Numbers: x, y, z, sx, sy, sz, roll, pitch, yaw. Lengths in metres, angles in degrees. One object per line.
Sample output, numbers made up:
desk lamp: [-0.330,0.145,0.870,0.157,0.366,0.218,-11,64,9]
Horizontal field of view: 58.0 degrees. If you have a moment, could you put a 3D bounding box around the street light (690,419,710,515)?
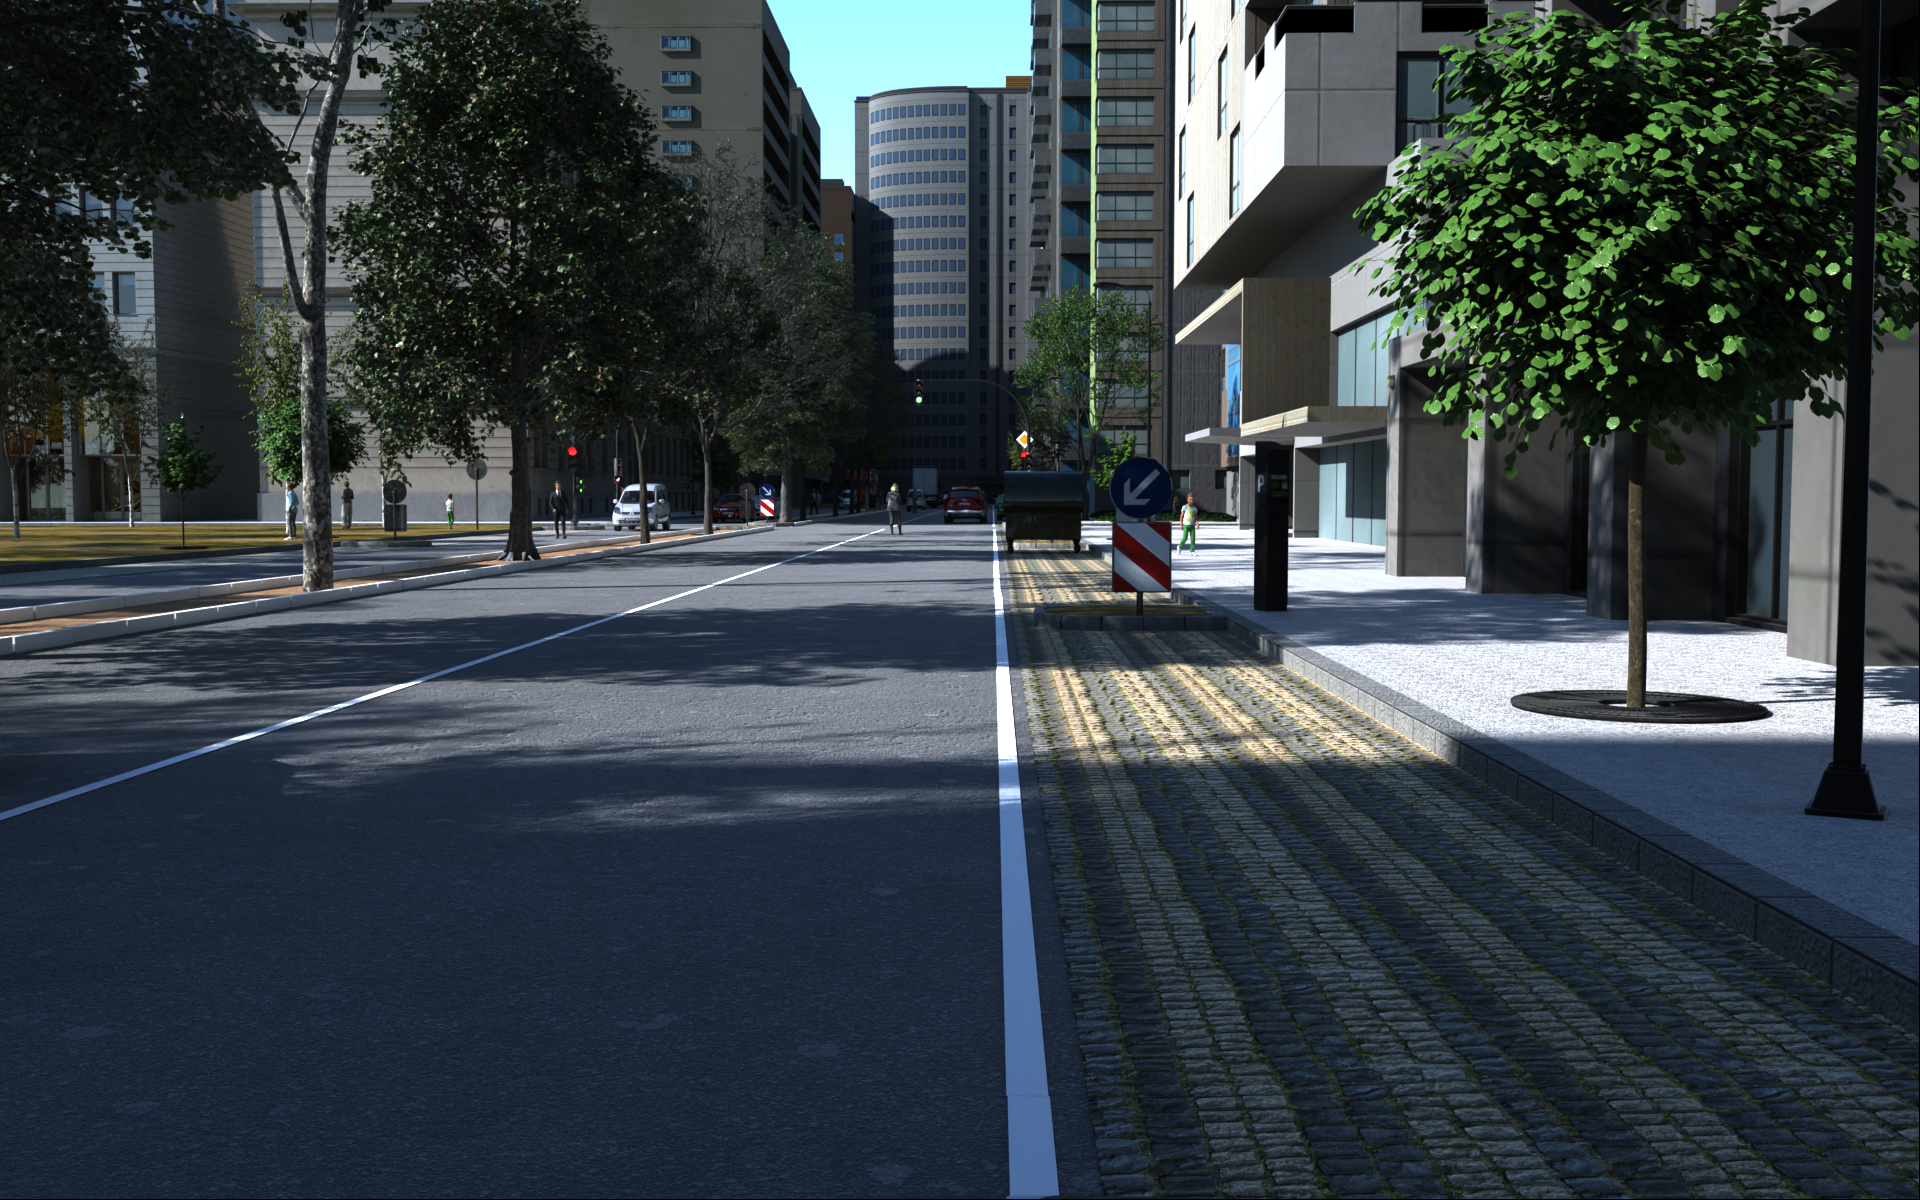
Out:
street light: [-16.069,-8.261,107.612,1.470,5.913,1.316,0,4,1]

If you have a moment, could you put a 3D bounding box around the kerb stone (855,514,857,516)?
kerb stone: [-6.807,-5.364,109.895,0.120,0.150,1.000,0,4,1]

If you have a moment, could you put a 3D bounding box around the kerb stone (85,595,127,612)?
kerb stone: [-10.564,0.063,21.252,0.120,0.150,1.000,0,4,1]

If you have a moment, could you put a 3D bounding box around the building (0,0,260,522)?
building: [-51.197,-18.745,83.979,29.804,29.767,11.434,0,4,1]

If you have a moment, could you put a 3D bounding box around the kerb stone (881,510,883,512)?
kerb stone: [-6.326,-6.931,135.534,0.120,0.150,1.000,0,4,1]

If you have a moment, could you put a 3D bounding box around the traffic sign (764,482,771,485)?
traffic sign: [-15.815,-8.582,142.441,0.606,2.300,0.079,0,4,2]

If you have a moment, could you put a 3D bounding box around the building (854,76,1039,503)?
building: [-0.622,-43.152,247.532,28.212,58.520,21.231,0,4,1]

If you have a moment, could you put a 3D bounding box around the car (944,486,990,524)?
car: [0.304,-4.702,85.559,2.281,1.827,5.304,0,4,2]

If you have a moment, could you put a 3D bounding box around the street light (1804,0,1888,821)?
street light: [3.028,-2.096,6.814,1.470,5.913,1.316,0,4,1]

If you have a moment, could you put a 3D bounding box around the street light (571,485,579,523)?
street light: [-16.630,-6.390,77.011,1.470,5.913,1.316,0,4,1]

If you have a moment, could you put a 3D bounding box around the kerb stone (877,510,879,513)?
kerb stone: [-6.419,-6.618,130.407,0.120,0.150,1.000,0,4,1]

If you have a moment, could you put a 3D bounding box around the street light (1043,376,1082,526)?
street light: [4.152,-5.868,68.475,1.470,5.913,1.316,0,4,1]

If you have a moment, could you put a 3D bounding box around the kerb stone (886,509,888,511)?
kerb stone: [-6.212,-7.301,141.684,0.120,0.150,1.000,0,4,1]

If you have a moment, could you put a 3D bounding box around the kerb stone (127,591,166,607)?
kerb stone: [-10.547,-0.005,22.278,0.120,0.150,1.000,0,4,1]

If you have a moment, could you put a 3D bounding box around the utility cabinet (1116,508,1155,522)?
utility cabinet: [4.120,-1.801,40.610,0.306,1.237,1.020,-3,5,-41]

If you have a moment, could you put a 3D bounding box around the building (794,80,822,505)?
building: [-27.545,-35.150,198.404,21.300,48.544,21.600,0,4,1]

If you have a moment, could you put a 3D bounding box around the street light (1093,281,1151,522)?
street light: [3.593,-3.996,37.874,1.470,5.913,1.316,0,4,1]

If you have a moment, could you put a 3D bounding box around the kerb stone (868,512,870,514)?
kerb stone: [-6.600,-6.053,121.159,0.120,0.150,1.000,0,4,1]

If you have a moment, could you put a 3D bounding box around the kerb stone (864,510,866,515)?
kerb stone: [-6.666,-5.863,118.090,0.120,0.150,1.000,0,4,1]

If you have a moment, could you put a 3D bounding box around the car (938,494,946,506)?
car: [-1.854,-12.643,218.510,2.131,1.459,4.920,0,4,3]

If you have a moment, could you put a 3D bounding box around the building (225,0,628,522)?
building: [-25.927,-18.552,90.711,14.401,28.519,23.554,0,4,1]

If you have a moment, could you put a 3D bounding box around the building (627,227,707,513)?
building: [-27.370,-17.409,117.916,16.112,22.955,30.059,0,4,1]

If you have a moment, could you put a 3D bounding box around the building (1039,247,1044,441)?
building: [19.311,-34.236,183.457,21.300,48.544,21.600,0,4,1]

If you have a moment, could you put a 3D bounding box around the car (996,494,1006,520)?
car: [2.936,-5.248,94.606,1.959,1.807,4.718,0,4,3]

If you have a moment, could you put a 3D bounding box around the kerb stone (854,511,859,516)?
kerb stone: [-6.765,-5.489,111.947,0.120,0.150,1.000,0,4,1]

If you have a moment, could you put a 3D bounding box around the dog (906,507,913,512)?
dog: [-4.068,-7.311,139.726,0.550,0.427,0.748,-1,4,-21]

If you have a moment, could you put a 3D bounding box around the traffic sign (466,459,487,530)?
traffic sign: [-17.341,-3.795,62.155,0.768,2.556,0.104,0,4,5]

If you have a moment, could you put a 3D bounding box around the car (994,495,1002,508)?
car: [4.518,-9.980,175.533,2.083,1.381,4.827,0,4,1]

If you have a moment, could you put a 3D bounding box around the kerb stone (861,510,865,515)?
kerb stone: [-6.673,-5.800,117.068,0.120,0.150,1.000,0,4,1]

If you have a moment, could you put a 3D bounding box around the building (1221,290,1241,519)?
building: [20.848,-26.556,84.295,14.200,45.320,14.600,0,4,1]

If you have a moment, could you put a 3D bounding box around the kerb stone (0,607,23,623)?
kerb stone: [-10.611,0.183,19.209,0.120,0.150,1.000,0,4,1]

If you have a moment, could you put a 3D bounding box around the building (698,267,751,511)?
building: [-23.101,-17.928,142.269,9.793,20.994,18.267,0,4,1]

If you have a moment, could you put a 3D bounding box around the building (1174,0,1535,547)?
building: [20.868,-28.075,48.265,28.713,52.752,27.495,0,4,1]

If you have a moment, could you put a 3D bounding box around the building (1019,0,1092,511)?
building: [16.516,-31.218,130.030,23.786,49.044,30.456,0,4,1]

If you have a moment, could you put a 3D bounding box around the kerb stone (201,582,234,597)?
kerb stone: [-10.514,-0.130,24.324,0.120,0.150,1.000,0,4,1]

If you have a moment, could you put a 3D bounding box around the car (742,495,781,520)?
car: [-11.212,-5.242,98.063,2.083,1.381,4.827,0,4,3]

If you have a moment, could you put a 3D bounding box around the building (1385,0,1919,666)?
building: [16.807,-35.279,15.062,20.563,71.187,20.611,0,4,1]

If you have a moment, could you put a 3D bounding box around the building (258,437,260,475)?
building: [-67.188,-38.105,212.252,27.495,52.752,28.713,0,4,1]

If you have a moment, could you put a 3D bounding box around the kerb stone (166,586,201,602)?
kerb stone: [-10.536,-0.059,23.300,0.120,0.150,1.000,0,4,1]

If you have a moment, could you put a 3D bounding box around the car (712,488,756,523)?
car: [-11.426,-4.810,87.686,2.155,1.783,4.494,0,4,1]

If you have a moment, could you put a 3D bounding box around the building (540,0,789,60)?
building: [-27.712,-32.962,162.626,21.300,48.544,21.600,0,4,1]

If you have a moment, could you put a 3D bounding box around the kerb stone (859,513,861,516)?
kerb stone: [-6.747,-5.548,112.976,0.120,0.150,1.000,0,4,1]

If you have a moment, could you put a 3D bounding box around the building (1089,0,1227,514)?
building: [14.499,-25.474,100.087,14.154,41.232,14.086,0,4,1]

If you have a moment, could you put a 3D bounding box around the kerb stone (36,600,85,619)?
kerb stone: [-10.580,0.123,20.230,0.120,0.150,1.000,0,4,1]

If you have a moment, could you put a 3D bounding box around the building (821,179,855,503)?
building: [-21.891,-36.370,244.754,14.200,45.320,14.600,0,4,1]

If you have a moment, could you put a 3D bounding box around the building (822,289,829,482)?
building: [-23.840,-27.359,219.014,14.107,30.474,14.160,0,4,1]

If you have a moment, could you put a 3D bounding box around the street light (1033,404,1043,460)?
street light: [4.572,-7.156,89.534,1.470,5.913,1.316,0,4,1]

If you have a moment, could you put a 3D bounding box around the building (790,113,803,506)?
building: [-24.088,-30.407,180.750,14.154,41.232,14.086,0,4,1]
